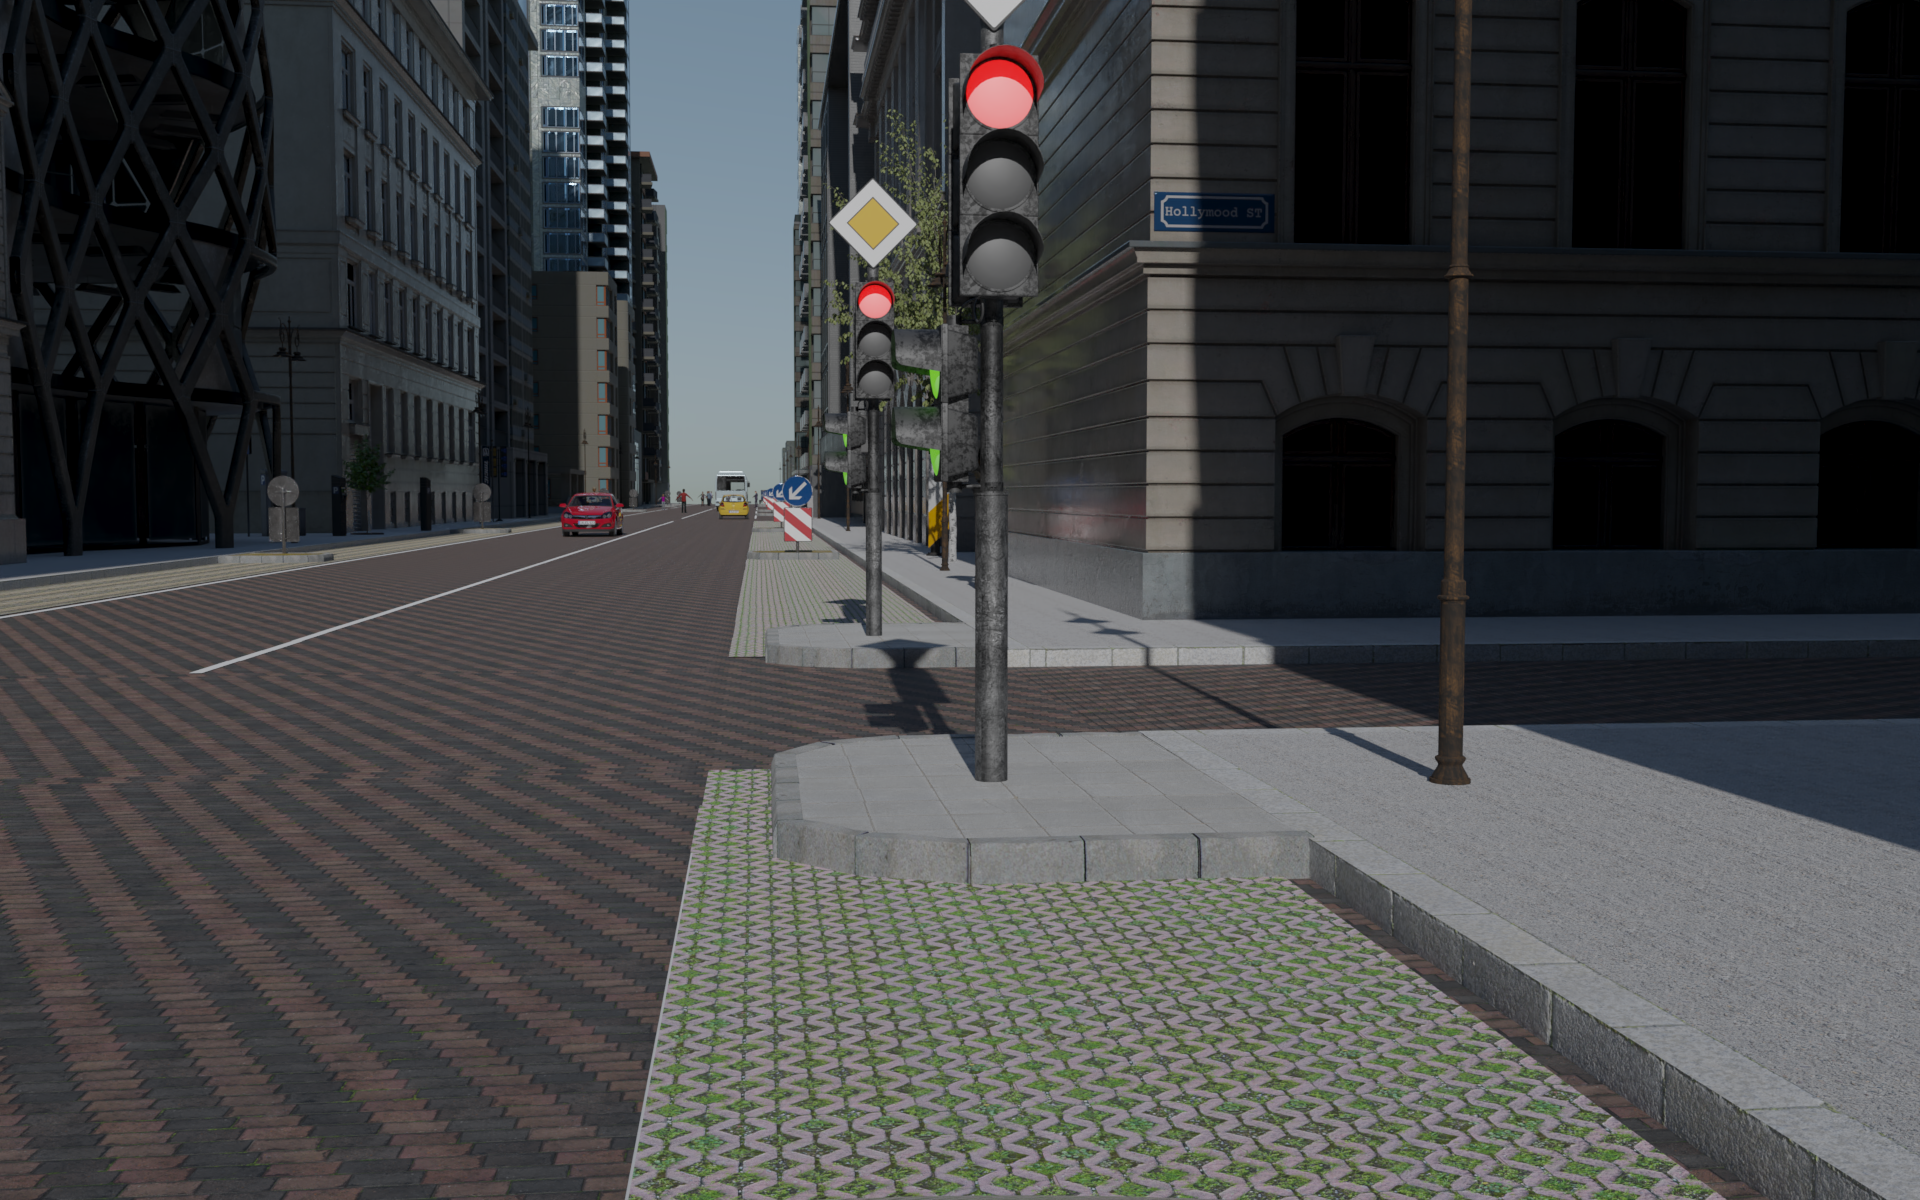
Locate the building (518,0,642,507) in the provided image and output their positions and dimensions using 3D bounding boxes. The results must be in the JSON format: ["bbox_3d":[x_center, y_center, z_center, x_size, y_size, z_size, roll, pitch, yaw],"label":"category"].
[{"bbox_3d":[-45.234,-53.291,183.971,22.319,86.520,31.000,0,4,-7],"label":"building"}]

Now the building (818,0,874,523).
[{"bbox_3d":[1.400,-15.743,76.470,14.314,24.678,30.058,0,4,-7],"label":"building"}]

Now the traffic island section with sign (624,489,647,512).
[{"bbox_3d":[-26.461,-8.072,140.611,1.989,1.847,2.006,0,4,-7],"label":"traffic island section with sign"}]

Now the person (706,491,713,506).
[{"bbox_3d":[-30.282,-12.274,209.169,0.705,1.826,1.348,2,4,30],"label":"person"}]

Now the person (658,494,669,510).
[{"bbox_3d":[-26.382,-8.705,154.058,0.991,1.433,0.599,-1,4,-15],"label":"person"}]

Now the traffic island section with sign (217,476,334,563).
[{"bbox_3d":[-14.409,-1.714,36.656,1.989,1.847,2.006,0,4,-7],"label":"traffic island section with sign"}]

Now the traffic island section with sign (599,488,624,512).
[{"bbox_3d":[-23.365,-6.435,113.834,1.989,1.847,2.006,0,4,-7],"label":"traffic island section with sign"}]

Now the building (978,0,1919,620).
[{"bbox_3d":[18.082,-12.528,23.922,34.723,24.649,14.460,0,4,-7],"label":"building"}]

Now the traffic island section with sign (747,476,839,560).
[{"bbox_3d":[-3.725,-1.822,38.422,1.989,1.847,2.006,0,4,-7],"label":"traffic island section with sign"}]

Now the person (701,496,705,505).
[{"bbox_3d":[-32.232,-12.553,216.978,0.421,1.427,0.697,2,4,25],"label":"person"}]

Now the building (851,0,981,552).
[{"bbox_3d":[4.169,-12.715,49.688,13.314,21.916,24.055,0,4,-7],"label":"building"}]

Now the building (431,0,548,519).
[{"bbox_3d":[-34.611,-40.310,97.323,20.563,71.187,20.611,0,4,-7],"label":"building"}]

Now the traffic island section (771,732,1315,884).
[{"bbox_3d":[0.163,0.887,7.779,2.009,0.180,2.903,0,4,-7],"label":"traffic island section"}]

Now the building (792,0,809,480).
[{"bbox_3d":[-2.755,-32.545,151.713,23.786,49.044,30.456,0,4,-7],"label":"building"}]

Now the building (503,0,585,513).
[{"bbox_3d":[-43.083,-26.191,120.102,32.217,40.220,23.993,0,4,-7],"label":"building"}]

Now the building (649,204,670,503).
[{"bbox_3d":[-47.404,-33.863,237.252,14.154,41.232,14.086,0,4,-7],"label":"building"}]

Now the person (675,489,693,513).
[{"bbox_3d":[-20.573,-7.380,129.096,1.348,1.831,0.705,0,4,3],"label":"person"}]

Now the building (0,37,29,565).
[{"bbox_3d":[-21.030,-9.636,22.172,10.561,19.102,19.286,0,4,-7],"label":"building"}]

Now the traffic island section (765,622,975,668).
[{"bbox_3d":[-0.757,0.402,15.712,2.009,0.180,2.903,0,4,-7],"label":"traffic island section"}]

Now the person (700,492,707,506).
[{"bbox_3d":[-30.167,-11.852,202.998,1.217,1.735,0.721,0,4,0],"label":"person"}]

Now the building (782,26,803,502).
[{"bbox_3d":[-12.822,-56.304,233.234,22.319,86.520,31.000,0,4,-7],"label":"building"}]

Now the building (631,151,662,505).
[{"bbox_3d":[-48.887,-34.282,215.134,22.147,44.769,28.867,0,4,-7],"label":"building"}]

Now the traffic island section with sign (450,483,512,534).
[{"bbox_3d":[-17.517,-3.352,63.439,1.989,1.847,2.006,0,4,-7],"label":"traffic island section with sign"}]

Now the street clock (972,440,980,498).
[{"bbox_3d":[0.328,-1.148,23.345,0.471,2.002,0.358,-3,5,-42],"label":"street clock"}]

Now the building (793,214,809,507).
[{"bbox_3d":[-10.395,-25.059,181.414,14.160,30.474,14.107,0,4,-7],"label":"building"}]

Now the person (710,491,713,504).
[{"bbox_3d":[-35.341,-14.576,246.685,0.599,1.838,0.709,0,4,-2],"label":"person"}]

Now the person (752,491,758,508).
[{"bbox_3d":[-21.493,-10.566,181.705,0.568,1.767,0.683,0,4,1],"label":"person"}]

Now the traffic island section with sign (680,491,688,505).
[{"bbox_3d":[-35.842,-13.018,221.464,1.989,1.847,2.006,0,4,-7],"label":"traffic island section with sign"}]

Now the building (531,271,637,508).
[{"bbox_3d":[-42.744,-18.516,147.769,27.650,21.520,28.899,0,4,-7],"label":"building"}]

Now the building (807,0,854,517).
[{"bbox_3d":[-1.943,-25.575,101.743,14.154,41.232,14.086,0,4,-7],"label":"building"}]

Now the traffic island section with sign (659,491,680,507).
[{"bbox_3d":[-32.676,-11.339,194.012,1.989,1.847,2.006,0,4,-7],"label":"traffic island section with sign"}]

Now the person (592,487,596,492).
[{"bbox_3d":[-19.649,-5.171,93.122,0.705,1.814,1.350,2,4,32],"label":"person"}]

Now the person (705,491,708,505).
[{"bbox_3d":[-31.853,-12.835,218.495,0.705,1.807,1.348,-2,4,-26],"label":"person"}]
